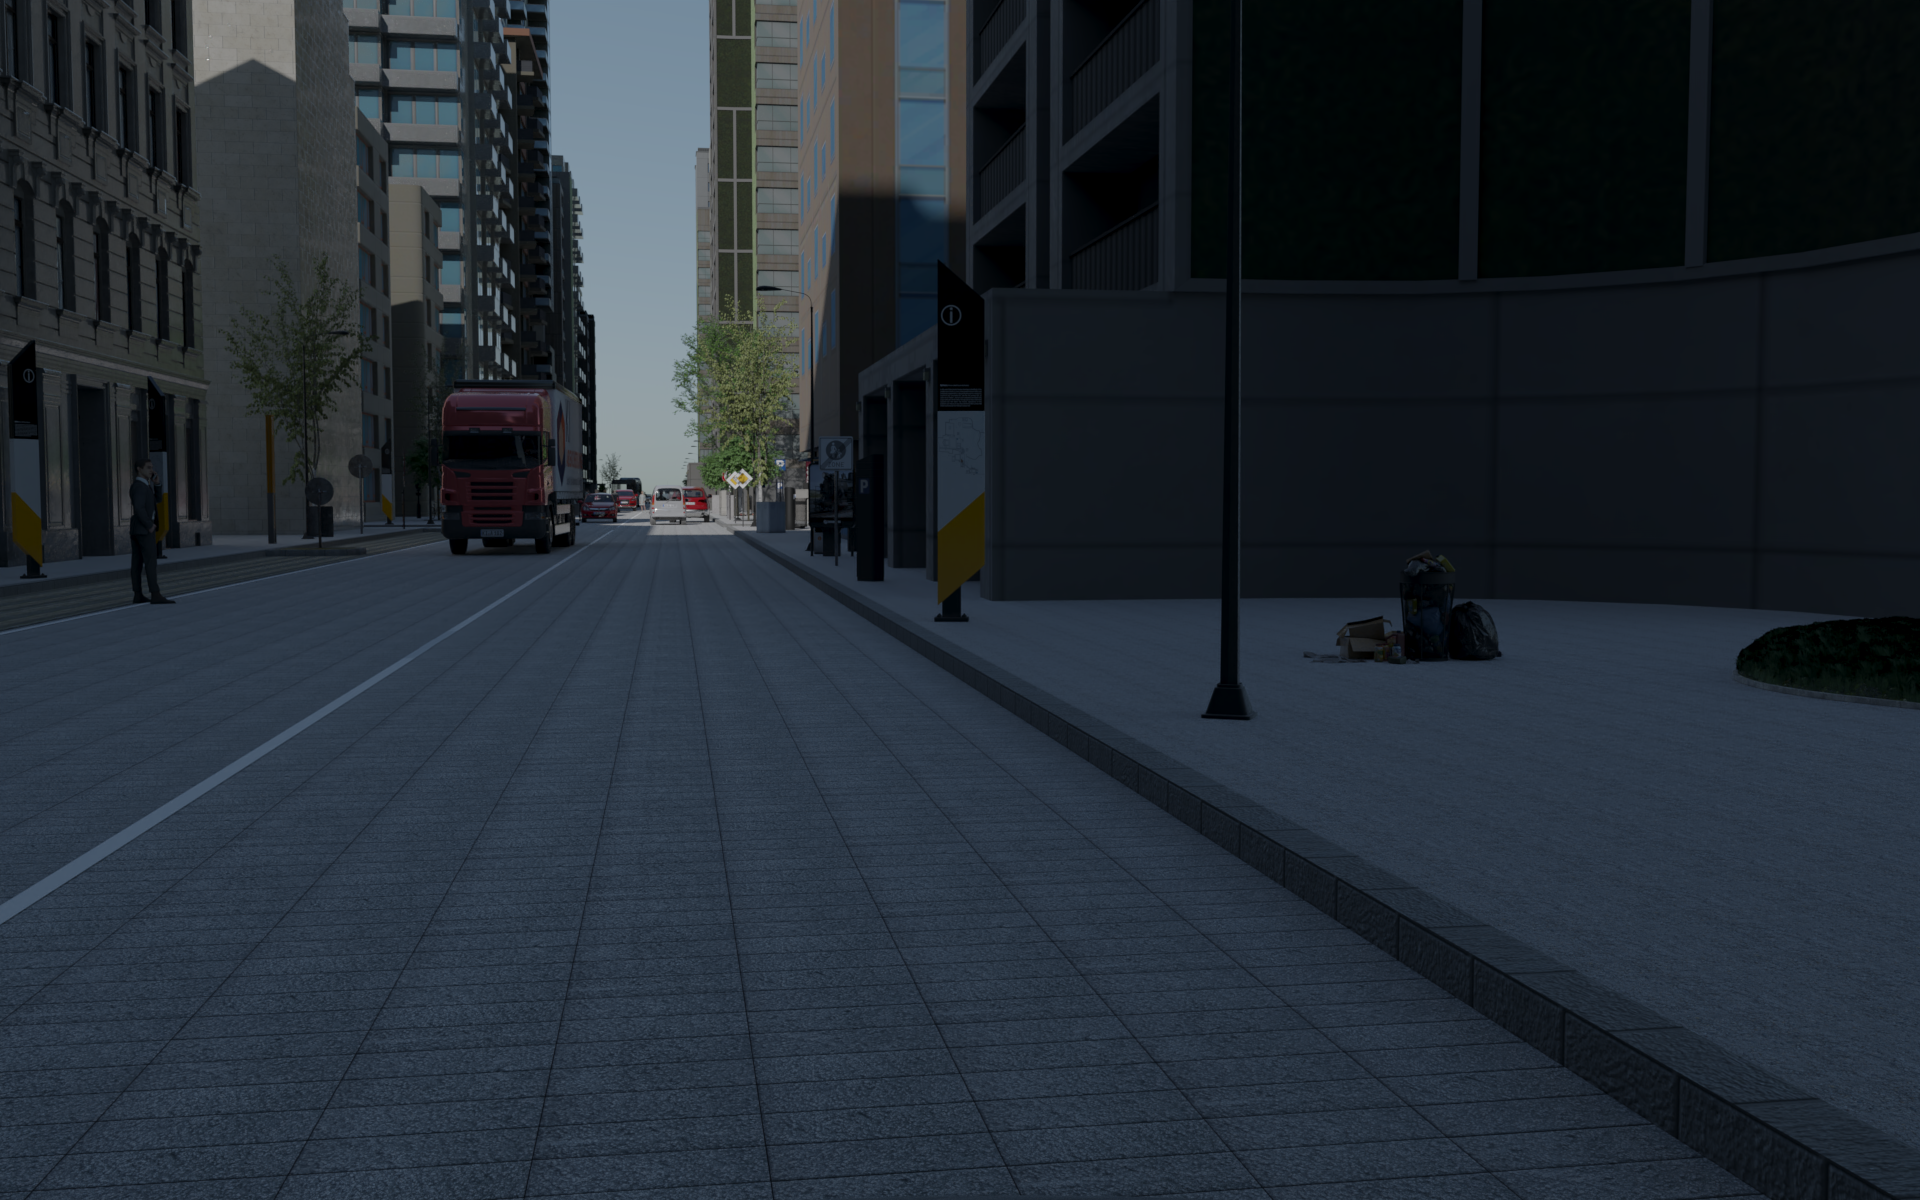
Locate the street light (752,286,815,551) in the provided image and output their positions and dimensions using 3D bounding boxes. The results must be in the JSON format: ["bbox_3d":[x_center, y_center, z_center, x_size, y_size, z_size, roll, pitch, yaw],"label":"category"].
[{"bbox_3d":[-3.853,-4.054,38.820,1.470,5.913,1.316,-1,4,-9],"label":"street light"}]

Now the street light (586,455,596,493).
[{"bbox_3d":[-44.010,-14.284,206.076,1.470,5.913,1.316,-1,4,-9],"label":"street light"}]

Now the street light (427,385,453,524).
[{"bbox_3d":[-21.968,-6.177,73.541,1.470,5.913,1.316,-1,4,-9],"label":"street light"}]

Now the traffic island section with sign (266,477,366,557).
[{"bbox_3d":[-15.022,-1.951,40.530,1.989,1.847,2.006,-1,4,-9],"label":"traffic island section with sign"}]

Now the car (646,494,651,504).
[{"bbox_3d":[-47.005,-15.069,258.170,2.131,1.459,4.920,-1,4,-11],"label":"car"}]

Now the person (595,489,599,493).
[{"bbox_3d":[-21.753,-5.805,104.248,0.643,1.720,0.563,1,4,14],"label":"person"}]

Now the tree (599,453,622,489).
[{"bbox_3d":[-61.096,-21.577,303.143,4.737,8.622,4.395,0,3,0],"label":"tree"}]

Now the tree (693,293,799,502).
[{"bbox_3d":[-7.442,-6.861,62.541,4.737,8.622,4.395,0,3,0],"label":"tree"}]

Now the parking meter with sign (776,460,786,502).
[{"bbox_3d":[-9.176,-5.644,88.537,0.543,3.016,1.738,0,4,-5],"label":"parking meter with sign"}]

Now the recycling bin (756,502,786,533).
[{"bbox_3d":[-6.255,-2.737,57.297,0.722,1.027,0.722,-3,5,-43],"label":"recycling bin"}]

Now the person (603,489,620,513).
[{"bbox_3d":[-26.612,-7.533,131.883,1.509,1.804,0.699,-2,4,-25],"label":"person"}]

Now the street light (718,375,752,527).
[{"bbox_3d":[-8.602,-5.825,67.784,1.470,5.913,1.316,-1,4,-9],"label":"street light"}]

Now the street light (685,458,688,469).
[{"bbox_3d":[-29.900,-13.608,195.037,1.470,5.913,1.316,-1,4,-9],"label":"street light"}]

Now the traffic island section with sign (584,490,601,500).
[{"bbox_3d":[-37.067,-10.025,172.539,1.989,1.847,2.006,-1,4,-9],"label":"traffic island section with sign"}]

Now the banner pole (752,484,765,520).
[{"bbox_3d":[-9.915,-5.833,85.379,0.863,3.779,0.401,-3,5,-43],"label":"banner pole"}]

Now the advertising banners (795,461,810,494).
[{"bbox_3d":[-8.483,-5.849,91.811,0.090,3.025,2.074,2,4,33],"label":"advertising banners"}]

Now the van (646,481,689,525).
[{"bbox_3d":[-13.749,-4.553,81.453,2.013,2.044,4.112,-1,4,-11],"label":"van"}]

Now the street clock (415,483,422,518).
[{"bbox_3d":[-28.517,-5.300,91.225,0.358,2.002,0.471,-2,4,-30],"label":"street clock"}]

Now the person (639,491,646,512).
[{"bbox_3d":[-24.781,-7.692,135.269,0.512,1.701,0.522,0,4,-6],"label":"person"}]

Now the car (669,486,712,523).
[{"bbox_3d":[-13.762,-4.862,88.173,2.281,1.827,5.304,-1,4,-8],"label":"car"}]

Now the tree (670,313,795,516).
[{"bbox_3d":[-13.152,-10.676,100.313,9.928,11.665,9.643,0,3,0],"label":"tree"}]

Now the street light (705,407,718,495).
[{"bbox_3d":[-12.737,-7.334,92.445,1.470,5.913,1.316,-1,4,-9],"label":"street light"}]

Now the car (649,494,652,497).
[{"bbox_3d":[-54.062,-17.757,300.105,2.009,1.686,4.222,0,4,-8],"label":"car"}]

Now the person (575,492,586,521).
[{"bbox_3d":[-19.978,-5.083,91.392,0.659,1.850,0.755,-1,4,-19],"label":"person"}]

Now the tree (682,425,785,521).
[{"bbox_3d":[-10.116,-6.026,82.239,4.285,4.588,4.351,0,3,0],"label":"tree"}]

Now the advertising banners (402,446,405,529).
[{"bbox_3d":[-20.364,-4.109,63.369,0.090,3.025,2.074,-1,4,-20],"label":"advertising banners"}]

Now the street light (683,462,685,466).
[{"bbox_3d":[-34.877,-15.404,224.398,1.470,5.913,1.316,-1,4,-9],"label":"street light"}]

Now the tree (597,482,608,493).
[{"bbox_3d":[-56.122,-16.985,272.312,1.663,3.219,1.824,0,3,0],"label":"tree"}]

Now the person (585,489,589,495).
[{"bbox_3d":[-25.193,-6.645,117.330,0.511,1.800,0.466,1,4,18],"label":"person"}]

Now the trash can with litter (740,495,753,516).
[{"bbox_3d":[-12.761,-5.693,104.146,1.678,1.210,2.233,-3,4,-39],"label":"trash can with litter"}]

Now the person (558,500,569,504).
[{"bbox_3d":[-17.856,-4.218,77.633,0.590,1.801,0.661,3,5,42],"label":"person"}]

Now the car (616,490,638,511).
[{"bbox_3d":[-28.121,-8.340,145.037,2.281,1.827,5.304,-1,4,-11],"label":"car"}]

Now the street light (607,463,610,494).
[{"bbox_3d":[-53.189,-17.590,260.139,1.470,5.913,1.316,-1,4,-9],"label":"street light"}]

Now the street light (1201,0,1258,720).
[{"bbox_3d":[1.018,-2.274,9.719,1.470,5.913,1.316,-1,4,-9],"label":"street light"}]

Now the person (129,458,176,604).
[{"bbox_3d":[-10.628,-0.908,22.709,0.474,1.900,0.648,-3,4,-38],"label":"person"}]

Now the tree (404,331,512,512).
[{"bbox_3d":[-23.557,-7.891,79.378,4.360,8.622,3.978,0,3,0],"label":"tree"}]

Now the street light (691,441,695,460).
[{"bbox_3d":[-22.312,-10.841,149.795,1.470,5.913,1.316,-1,4,-9],"label":"street light"}]

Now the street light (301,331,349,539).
[{"bbox_3d":[-18.039,-4.691,49.245,1.470,5.913,1.316,-1,4,-9],"label":"street light"}]

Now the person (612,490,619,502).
[{"bbox_3d":[-27.633,-7.938,138.689,0.661,1.777,0.834,-1,4,-14],"label":"person"}]

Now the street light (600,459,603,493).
[{"bbox_3d":[-48.453,-15.849,231.673,1.470,5.913,1.316,-1,4,-9],"label":"street light"}]

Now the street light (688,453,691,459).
[{"bbox_3d":[-25.144,-11.868,166.574,1.470,5.913,1.316,-1,4,-9],"label":"street light"}]

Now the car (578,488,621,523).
[{"bbox_3d":[-18.395,-4.850,88.344,2.155,1.783,4.494,-1,4,-11],"label":"car"}]

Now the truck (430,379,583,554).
[{"bbox_3d":[-11.463,-3.419,44.810,2.839,4.237,11.283,0,4,-8],"label":"truck"}]

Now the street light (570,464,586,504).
[{"bbox_3d":[-39.407,-12.541,177.587,1.470,5.913,1.316,-1,4,-9],"label":"street light"}]

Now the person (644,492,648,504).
[{"bbox_3d":[-44.436,-14.385,244.244,0.990,1.755,0.434,1,4,16],"label":"person"}]

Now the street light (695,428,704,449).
[{"bbox_3d":[-17.616,-9.094,121.229,1.470,5.913,1.316,-1,4,-9],"label":"street light"}]
